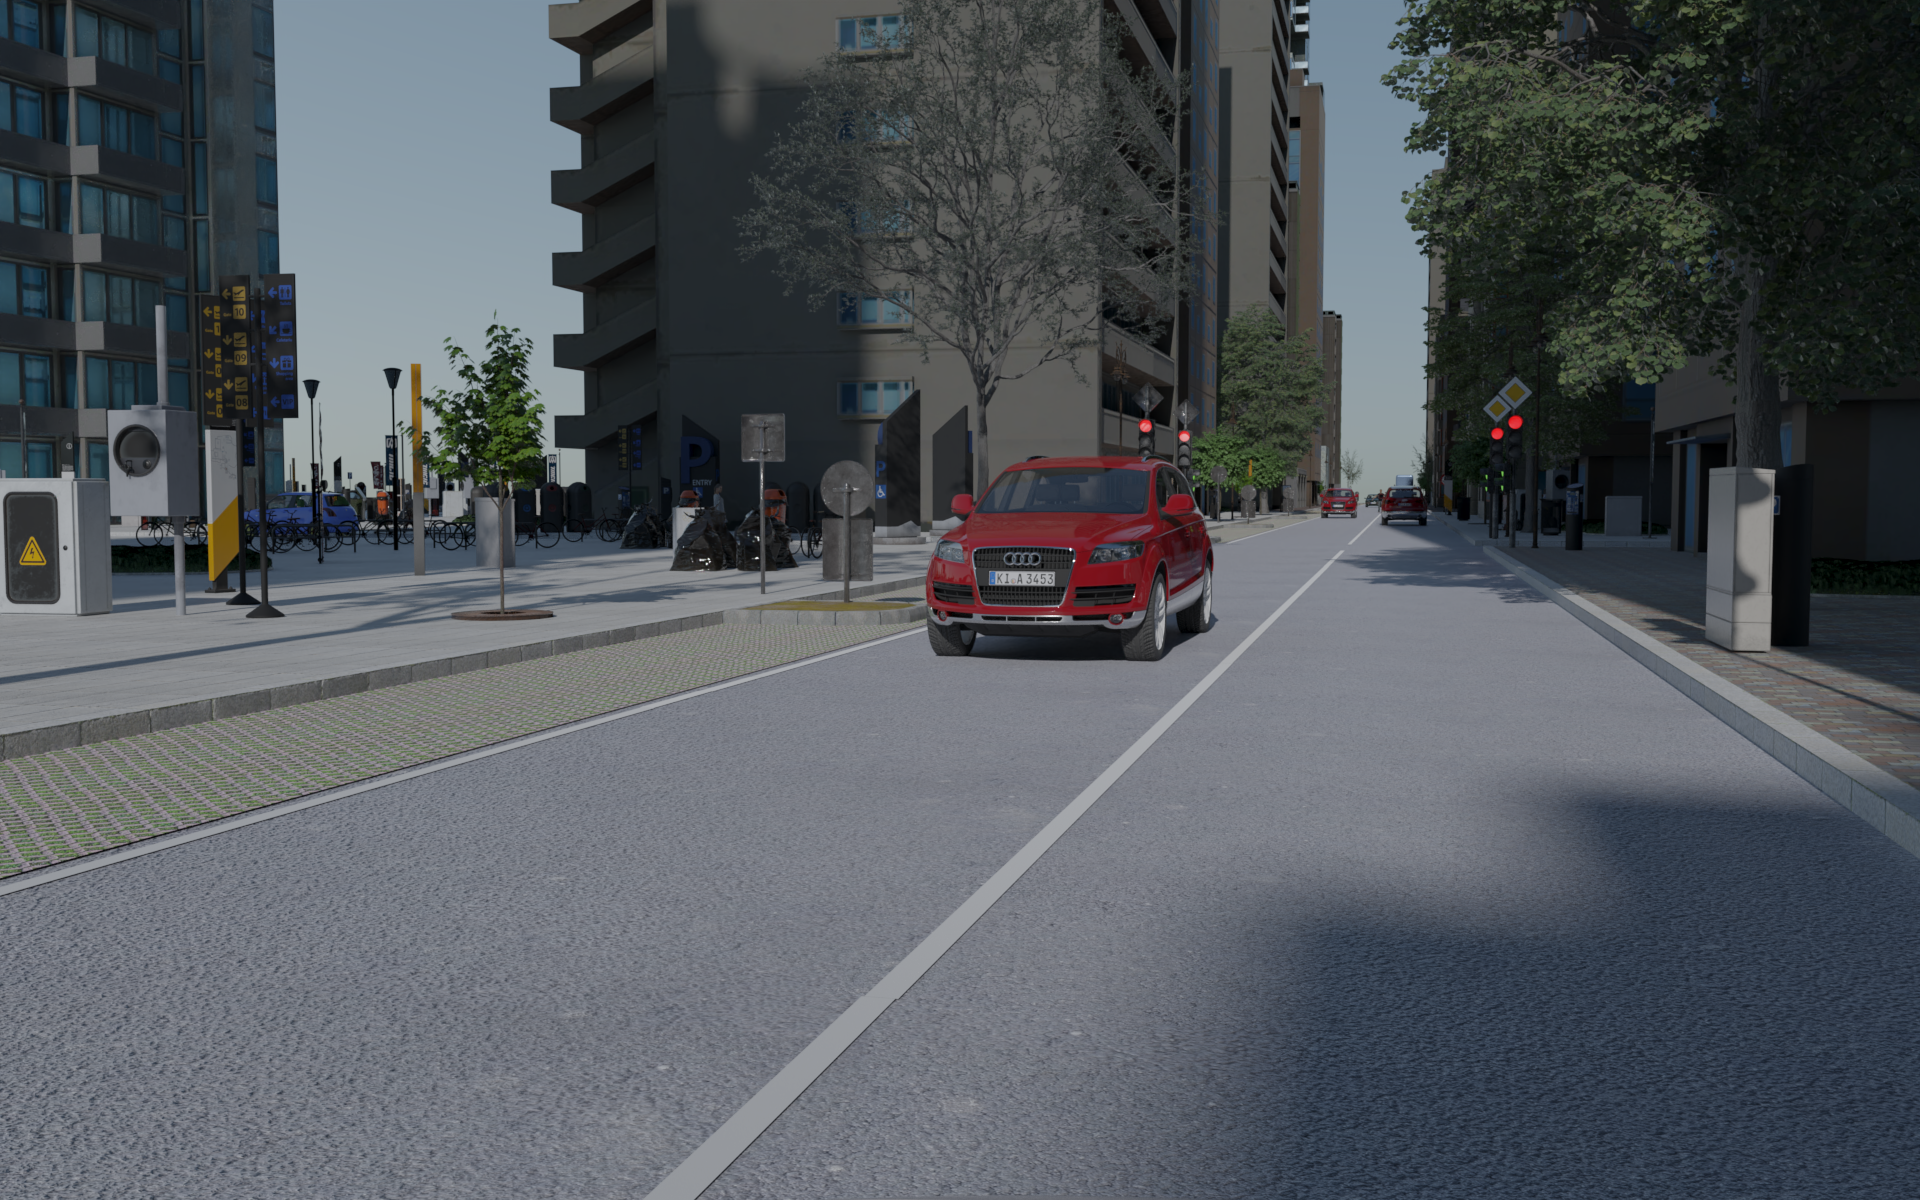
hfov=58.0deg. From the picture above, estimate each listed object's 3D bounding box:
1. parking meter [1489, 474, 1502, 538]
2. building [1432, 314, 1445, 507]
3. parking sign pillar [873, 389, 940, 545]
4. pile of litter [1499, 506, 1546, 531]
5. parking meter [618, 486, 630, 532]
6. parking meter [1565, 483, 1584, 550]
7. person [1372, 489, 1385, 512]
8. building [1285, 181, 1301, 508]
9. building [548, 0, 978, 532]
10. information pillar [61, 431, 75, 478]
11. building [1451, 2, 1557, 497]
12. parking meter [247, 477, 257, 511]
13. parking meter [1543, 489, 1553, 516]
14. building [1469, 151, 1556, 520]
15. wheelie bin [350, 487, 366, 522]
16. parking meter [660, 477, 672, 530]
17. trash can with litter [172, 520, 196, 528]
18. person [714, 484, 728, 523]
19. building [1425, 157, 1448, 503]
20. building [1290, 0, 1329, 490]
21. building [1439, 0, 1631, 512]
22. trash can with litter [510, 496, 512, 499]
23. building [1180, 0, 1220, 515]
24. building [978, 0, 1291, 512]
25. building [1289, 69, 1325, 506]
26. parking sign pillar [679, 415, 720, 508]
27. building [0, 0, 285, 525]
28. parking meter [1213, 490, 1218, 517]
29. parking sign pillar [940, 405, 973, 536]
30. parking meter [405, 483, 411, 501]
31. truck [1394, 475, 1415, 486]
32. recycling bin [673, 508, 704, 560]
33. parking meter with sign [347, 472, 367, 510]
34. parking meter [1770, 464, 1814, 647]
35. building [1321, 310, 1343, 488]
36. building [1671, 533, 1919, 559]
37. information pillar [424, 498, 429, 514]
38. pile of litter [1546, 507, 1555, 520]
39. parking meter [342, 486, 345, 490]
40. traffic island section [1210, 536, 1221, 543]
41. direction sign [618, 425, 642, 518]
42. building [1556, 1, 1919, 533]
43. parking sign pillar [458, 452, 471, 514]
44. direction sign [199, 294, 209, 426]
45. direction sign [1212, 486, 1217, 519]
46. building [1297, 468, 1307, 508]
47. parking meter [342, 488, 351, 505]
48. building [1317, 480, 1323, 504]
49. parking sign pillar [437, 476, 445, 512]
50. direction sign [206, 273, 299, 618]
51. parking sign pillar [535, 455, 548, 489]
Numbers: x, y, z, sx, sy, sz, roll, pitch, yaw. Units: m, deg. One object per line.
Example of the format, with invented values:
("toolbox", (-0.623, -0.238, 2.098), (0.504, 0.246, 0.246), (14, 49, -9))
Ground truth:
("parking meter", (15.537, -2.731, 50.371), (0.255, 1.863, 0.399), (1, 4, 15))
("building", (63.086, -20.325, 177.346), (27.650, 21.520, 28.899), (1, 4, 14))
("parking sign pillar", (-1.587, -3.411, 44.239), (1.447, 3.967, 1.447), (3, 5, 40))
("pile of litter", (19.589, -2.873, 60.944), (1.176, 0.858, 1.719), (0, 4, -5))
("parking meter", (-10.861, -2.911, 56.009), (0.372, 1.533, 0.369), (0, 3, 0))
("parking meter", (14.036, -1.905, 39.553), (0.372, 1.533, 0.369), (0, 3, 0))
("person", (32.756, -7.726, 134.839), (1.348, 1.822, 0.705), (1, 4, 16))
("building", (22.770, -23.436, 154.876), (14.160, 30.474, 14.107), (1, 4, 14))
("building", (-3.259, -27.176, 68.023), (21.300, 48.544, 21.600), (1, 4, 14))
("information pillar", (-33.216, -4.478, 64.568), (0.504, 3.616, 0.183), (0, 4, 4))
("building", (50.107, -29.349, 134.475), (22.147, 44.769, 28.867), (1, 4, 14))
("parking meter", (-24.662, -3.343, 60.364), (0.255, 1.863, 0.399), (-1, 4, -16))
("parking meter", (23.643, -3.745, 69.634), (0.372, 1.533, 0.369), (0, 3, 0))
("building", (43.189, -15.376, 96.442), (27.650, 21.520, 28.899), (1, 4, 14))
("wheelie bin", (-27.507, -4.348, 78.998), (0.693, 1.594, 0.980), (0, 4, -5))
("parking meter", (-9.962, -3.243, 58.734), (0.399, 1.863, 0.255), (-1, 4, -16))
("trash can with litter", (-29.286, -3.290, 65.180), (0.624, 1.170, 1.055), (1, 4, 19))
("person", (-7.086, -2.532, 50.655), (0.466, 1.731, 0.760), (3, 5, 39))
("building", (76.618, -37.846, 242.476), (21.300, 48.544, 21.600), (1, 4, 14))
("building", (41.921, -57.145, 246.992), (22.319, 86.520, 31.000), (1, 4, 14))
("building", (51.247, -30.976, 156.569), (14.600, 45.320, 14.200), (1, 4, 14))
("trash can with litter", (-29.514, -6.251, 113.259), (2.233, 1.210, 1.678), (-1, 4, -9))
("building", (7.171, -27.480, 99.414), (14.600, 45.320, 14.200), (1, 4, 14))
("building", (14.572, -31.420, 137.424), (21.300, 48.544, 21.600), (1, 4, 14))
("building", (32.045, -32.894, 187.931), (14.600, 45.320, 14.200), (1, 4, 14))
("parking sign pillar", (-8.790, -4.282, 58.487), (1.447, 3.967, 1.447), (1, 4, 13))
("building", (-47.847, -27.951, 76.606), (30.456, 49.044, 23.786), (1, 4, 14))
("parking meter", (13.664, -5.119, 92.108), (0.372, 1.533, 0.369), (0, 3, 0))
("parking sign pillar", (-0.221, -3.955, 53.141), (1.447, 3.967, 1.447), (3, 4, 39))
("parking meter", (-29.061, -5.213, 90.951), (0.399, 1.863, 0.255), (-2, 4, -25))
("truck", (60.728, -15.109, 236.795), (2.967, 4.110, 18.799), (1, 4, 15))
("recycling bin", (-4.882, -1.180, 31.845), (0.722, 1.027, 0.722), (-1, 4, -16))
("parking meter with sign", (-47.783, -8.659, 137.839), (1.738, 3.016, 0.543), (1, 4, 12))
("parking meter", (7.010, -0.383, 14.679), (0.372, 1.533, 0.369), (0, 3, 0))
("building", (51.950, -30.439, 269.385), (14.160, 30.474, 14.107), (1, 4, 14))
("building", (20.934, -23.241, 30.103), (14.600, 45.320, 14.200), (1, 4, 14))
("information pillar", (-34.731, -7.410, 112.514), (0.504, 3.616, 0.183), (1, 4, 16))
("pile of litter", (22.004, -3.172, 65.825), (1.719, 0.858, 1.176), (1, 4, 10))
("parking meter", (-45.988, -7.536, 128.932), (0.399, 1.863, 0.255), (-3, 4, -36))
("traffic island section", (6.650, -1.781, 51.392), (2.009, 0.180, 2.903), (1, 4, 14))
("direction sign", (-10.834, -3.970, 56.903), (0.876, 3.537, 0.379), (1, 4, 21))
("building", (31.441, -25.575, 68.265), (14.600, 45.320, 14.200), (1, 4, 14))
("parking sign pillar", (-29.826, -7.133, 105.103), (1.447, 3.967, 1.447), (2, 4, 29))
("direction sign", (-8.337, -1.715, 20.042), (0.379, 3.537, 0.876), (3, 4, 36))
("direction sign", (13.091, -5.905, 88.546), (0.379, 3.537, 0.876), (1, 4, 22))
("building", (24.024, -44.828, 171.193), (20.563, 71.187, 20.611), (1, 4, 14))
("parking meter", (-27.478, -4.228, 77.542), (0.372, 1.533, 0.369), (0, 3, 0))
("building", (30.348, -32.486, 223.025), (32.217, 40.220, 23.993), (1, 4, 14))
("parking sign pillar", (-37.144, -8.286, 123.952), (1.447, 3.967, 1.447), (-1, 4, -20))
("direction sign", (-7.243, -1.587, 17.949), (0.876, 3.537, 0.379), (1, 4, 13))
("parking sign pillar", (-28.925, -7.961, 118.634), (1.447, 3.967, 1.447), (-3, 5, -43))
